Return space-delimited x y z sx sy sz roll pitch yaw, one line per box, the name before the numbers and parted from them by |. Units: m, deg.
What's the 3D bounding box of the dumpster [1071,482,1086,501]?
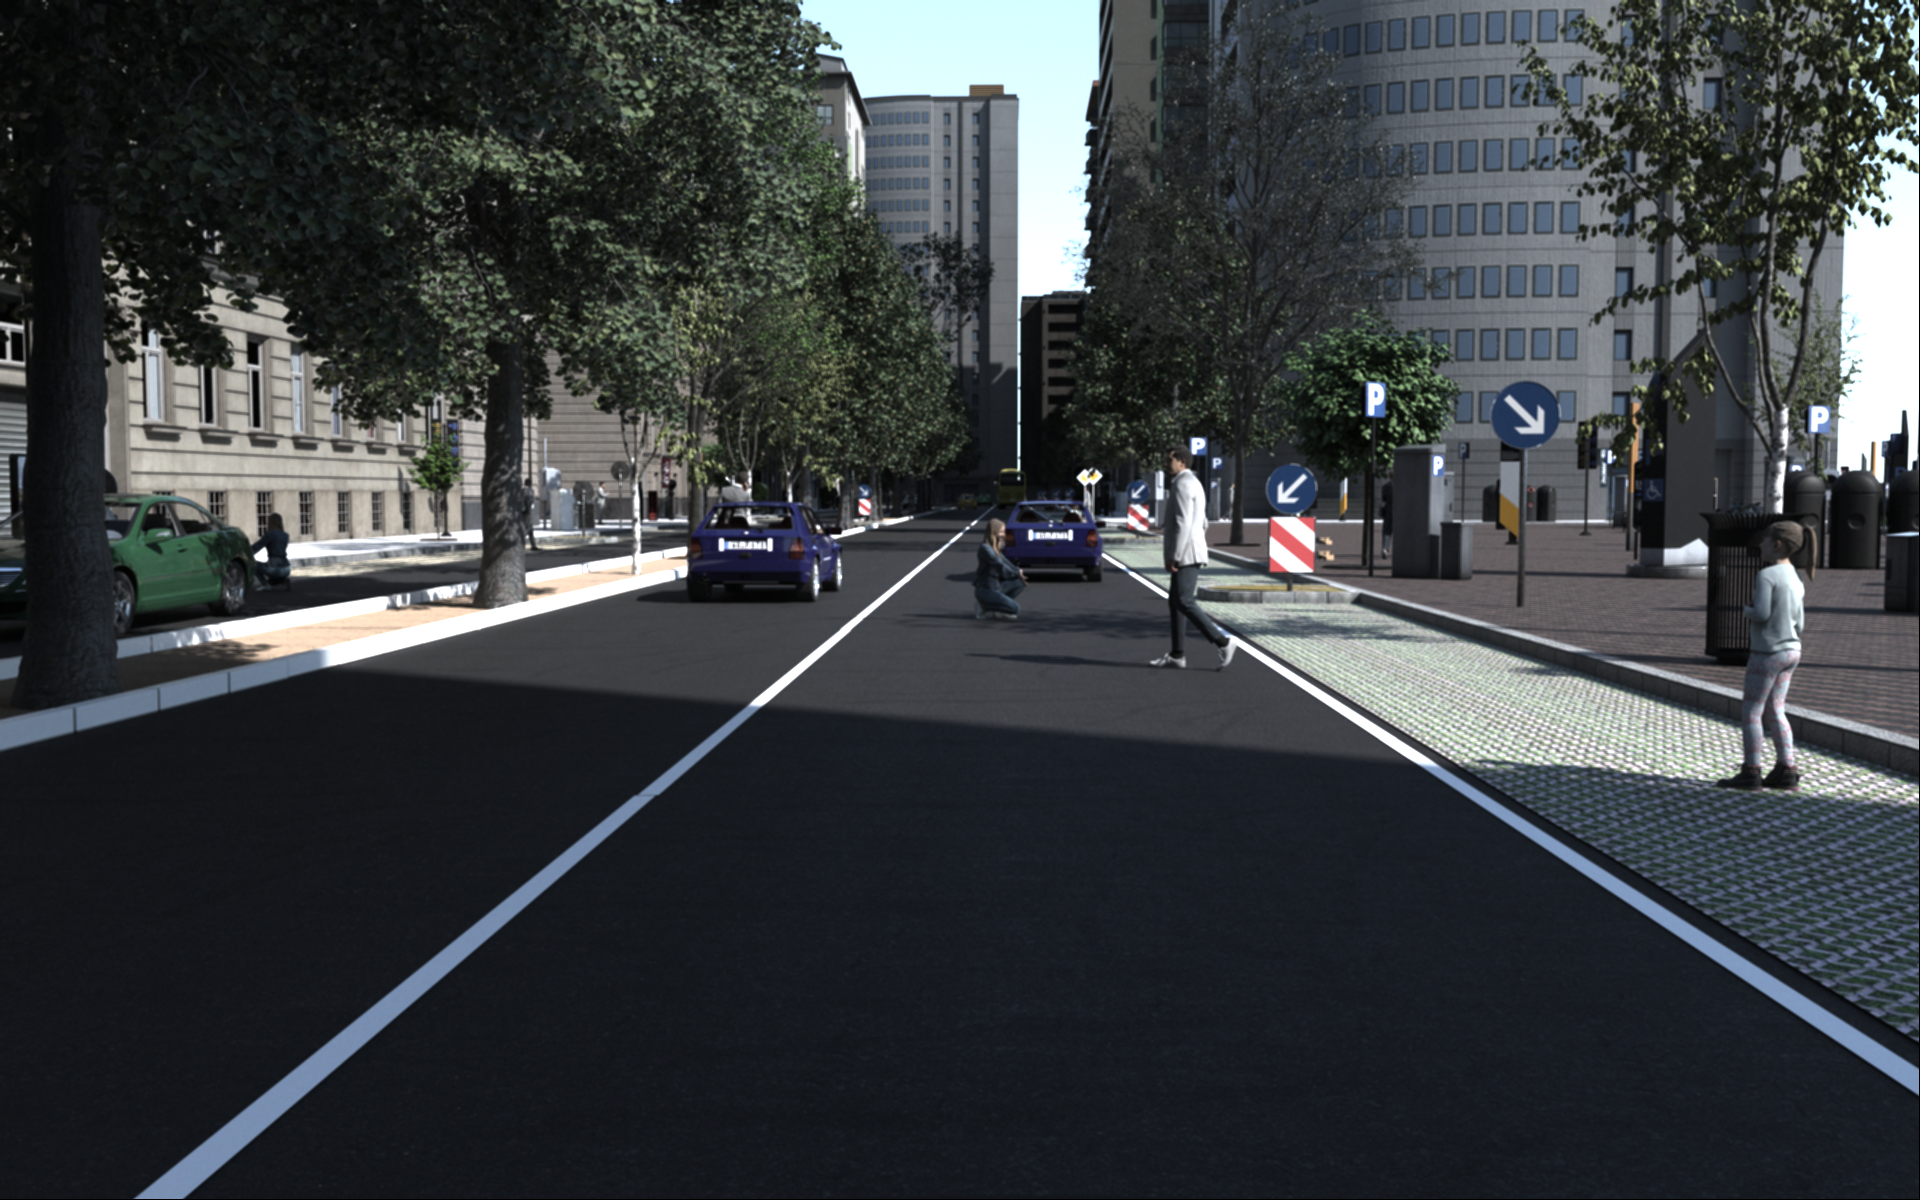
dumpster | 9.585 -8.439 140.471 1.502 2.255 1.985 0 4 2

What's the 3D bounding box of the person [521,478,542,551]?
person | -10.846 -2.130 43.432 0.850 1.850 0.679 -3 5 -40

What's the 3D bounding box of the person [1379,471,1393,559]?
person | 8.551 -1.693 34.149 0.576 1.772 0.534 1 4 18

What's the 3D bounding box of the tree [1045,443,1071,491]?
tree | 13.065 -17.254 232.467 4.737 8.622 4.395 0 3 0

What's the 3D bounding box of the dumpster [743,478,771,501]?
dumpster | -12.109 -6.135 102.803 1.502 2.255 1.985 0 4 2

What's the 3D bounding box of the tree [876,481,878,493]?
tree | -9.996 -12.342 196.399 1.663 3.219 1.824 0 3 0

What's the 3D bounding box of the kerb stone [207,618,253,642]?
kerb stone | -7.291 0.315 17.110 0.120 0.150 1.000 0 4 2

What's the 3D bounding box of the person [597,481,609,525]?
person | -14.679 -3.976 71.234 0.466 1.800 0.511 -1 4 -10

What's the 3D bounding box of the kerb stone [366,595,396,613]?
kerb stone | -7.167 0.061 21.202 0.120 0.150 1.000 0 4 2

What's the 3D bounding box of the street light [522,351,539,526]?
street light | -13.399 -4.963 53.928 0.468 5.910 1.993 0 4 2

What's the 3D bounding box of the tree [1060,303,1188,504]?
tree | 8.654 -10.560 90.788 7.486 12.596 7.792 0 3 0

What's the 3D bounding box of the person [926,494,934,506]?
person | -3.439 -11.791 201.992 1.217 1.736 0.721 0 4 -6

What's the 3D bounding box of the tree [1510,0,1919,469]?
tree | 7.151 -3.969 15.252 4.737 8.622 4.395 0 3 0

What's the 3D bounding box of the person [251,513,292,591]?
person | -10.336 -0.716 25.709 0.738 1.151 1.012 2 4 34

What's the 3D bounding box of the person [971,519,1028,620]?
person | 0.530 -0.362 19.922 0.738 1.151 1.012 1 4 15

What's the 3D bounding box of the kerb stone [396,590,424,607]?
kerb stone | -7.140 -0.002 22.228 0.120 0.150 1.000 0 4 2

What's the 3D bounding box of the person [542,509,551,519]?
person | -15.513 -3.353 66.355 1.012 1.151 0.738 -2 4 -23

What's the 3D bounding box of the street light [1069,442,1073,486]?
street light | 9.967 -11.148 155.062 0.468 5.910 1.993 0 4 2

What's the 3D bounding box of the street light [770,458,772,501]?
street light | -11.903 -8.323 108.874 0.468 5.910 1.993 0 4 2

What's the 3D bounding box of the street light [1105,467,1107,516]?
street light | 8.422 -7.769 99.808 0.468 5.910 1.993 0 4 2

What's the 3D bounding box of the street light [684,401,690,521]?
street light | -12.773 -6.648 81.480 0.468 5.910 1.993 0 4 2

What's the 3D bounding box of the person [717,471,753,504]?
person | -3.706 -1.211 28.477 0.592 1.802 0.473 1 4 14

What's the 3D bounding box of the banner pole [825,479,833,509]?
banner pole | -11.100 -9.543 146.040 0.863 3.779 0.401 -1 4 -9

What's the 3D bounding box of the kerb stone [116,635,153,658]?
kerb stone | -7.347 0.436 15.067 0.120 0.150 1.000 0 4 2

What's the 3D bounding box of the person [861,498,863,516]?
person | -6.467 -6.178 113.779 0.475 1.303 0.640 -1 4 -11

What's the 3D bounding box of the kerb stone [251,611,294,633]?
kerb stone | -7.261 0.250 18.131 0.120 0.150 1.000 0 4 2

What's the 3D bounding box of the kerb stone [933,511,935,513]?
kerb stone | -2.113 -6.359 126.195 0.120 0.150 1.000 0 4 2

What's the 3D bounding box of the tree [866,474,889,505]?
tree | -9.998 -13.934 211.534 4.285 4.588 4.351 0 3 0

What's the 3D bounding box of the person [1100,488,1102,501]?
person | 10.582 -7.669 132.272 0.643 1.720 0.563 -2 4 -27

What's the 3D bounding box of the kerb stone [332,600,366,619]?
kerb stone | -7.199 0.123 20.178 0.120 0.150 1.000 0 4 2

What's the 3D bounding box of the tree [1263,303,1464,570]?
tree | 6.950 -2.826 29.923 4.285 4.588 4.351 0 3 0

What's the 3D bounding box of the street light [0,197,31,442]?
street light | -14.167 -3.276 26.344 0.468 5.910 1.993 0 4 2

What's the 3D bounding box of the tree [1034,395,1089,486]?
tree | 10.326 -13.877 161.296 7.601 10.594 8.767 1 4 8

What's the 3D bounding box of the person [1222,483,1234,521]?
person | 13.077 -4.735 83.576 0.853 1.813 0.709 -1 4 -12

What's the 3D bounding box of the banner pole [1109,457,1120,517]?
banner pole | 8.764 -6.587 97.710 0.401 3.779 0.863 -2 4 -33

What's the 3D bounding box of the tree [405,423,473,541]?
tree | -14.461 -3.252 47.766 1.663 3.219 1.824 0 3 0

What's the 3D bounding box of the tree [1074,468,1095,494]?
tree | 9.293 -8.246 129.417 1.663 3.219 1.824 0 3 0

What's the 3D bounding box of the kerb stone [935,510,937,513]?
kerb stone | -2.014 -6.549 129.270 0.120 0.150 1.000 0 4 2

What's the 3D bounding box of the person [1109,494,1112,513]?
person | 9.922 -6.467 116.047 0.640 1.303 0.475 -3 4 -37

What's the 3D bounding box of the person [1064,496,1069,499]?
person | 13.249 -12.701 213.795 0.705 1.812 1.348 -2 4 -28

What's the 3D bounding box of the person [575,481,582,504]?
person | -15.531 -3.948 70.578 0.794 1.824 0.713 -3 5 -42

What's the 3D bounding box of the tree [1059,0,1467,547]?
tree | 6.952 -8.074 42.376 12.009 13.543 11.850 0 3 0

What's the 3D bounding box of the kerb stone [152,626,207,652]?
kerb stone | -7.315 0.374 16.088 0.120 0.150 1.000 0 4 2

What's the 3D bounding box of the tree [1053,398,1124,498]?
tree | 9.035 -9.773 110.147 4.360 8.622 3.978 0 3 0

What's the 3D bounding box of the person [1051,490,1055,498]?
person | 12.298 -13.514 226.985 0.705 1.826 1.348 2 4 29

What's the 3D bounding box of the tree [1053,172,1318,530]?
tree | 7.757 -8.873 62.086 9.611 12.733 9.660 0 3 0

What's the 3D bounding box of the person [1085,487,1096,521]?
person | 6.422 -4.783 86.968 0.850 1.792 0.678 1 4 10

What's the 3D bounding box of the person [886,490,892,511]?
person | -5.879 -8.234 143.476 0.532 1.782 0.716 0 4 -1

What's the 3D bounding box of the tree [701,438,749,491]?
tree | -12.528 -6.643 92.334 4.285 4.588 4.351 0 3 0

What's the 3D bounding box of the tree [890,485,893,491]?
tree | -9.581 -17.340 233.863 4.360 8.622 3.978 0 3 0

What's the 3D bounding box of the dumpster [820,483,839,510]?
dumpster | -10.968 -8.683 144.454 1.502 2.255 1.985 0 4 1

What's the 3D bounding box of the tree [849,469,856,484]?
tree | -10.662 -13.105 164.634 4.360 8.622 3.978 0 3 0

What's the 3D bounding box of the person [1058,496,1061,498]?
person | 13.060 -13.642 229.810 0.721 1.735 1.217 2 4 29

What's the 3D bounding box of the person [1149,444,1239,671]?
person | 1.923 -0.358 14.195 0.795 1.843 0.661 1 4 21

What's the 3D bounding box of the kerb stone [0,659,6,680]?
kerb stone | -7.405 0.562 13.021 0.120 0.150 1.000 0 4 2

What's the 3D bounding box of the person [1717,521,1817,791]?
person | 3.886 0.271 8.351 0.394 1.301 0.425 3 4 36

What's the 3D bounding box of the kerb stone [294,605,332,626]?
kerb stone | -7.228 0.186 19.153 0.120 0.150 1.000 0 4 2

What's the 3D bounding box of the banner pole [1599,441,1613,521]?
banner pole | 30.595 -5.625 81.989 0.863 3.779 0.401 -2 4 -24

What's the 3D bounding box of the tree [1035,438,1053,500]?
tree | 11.671 -16.621 222.112 4.360 8.622 3.978 0 3 0
